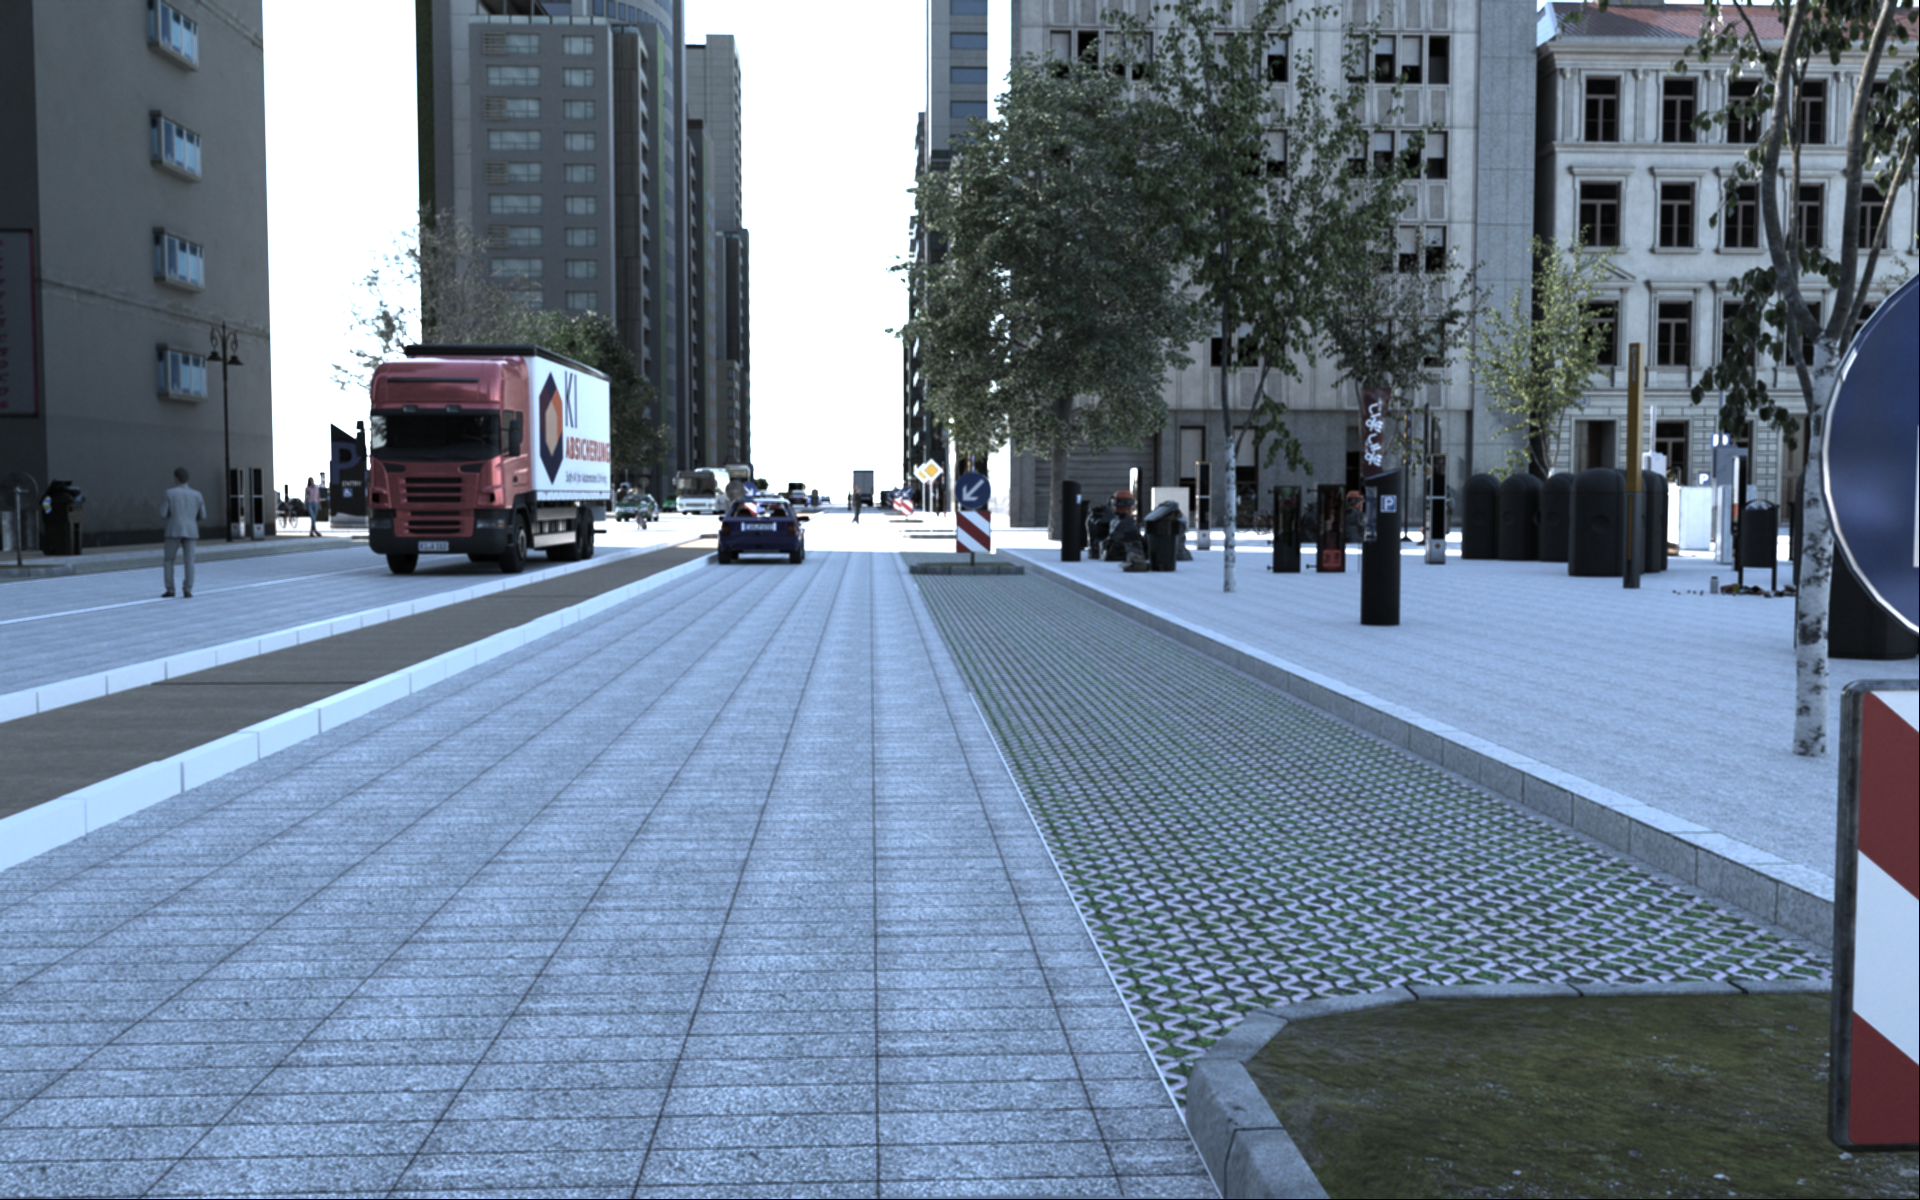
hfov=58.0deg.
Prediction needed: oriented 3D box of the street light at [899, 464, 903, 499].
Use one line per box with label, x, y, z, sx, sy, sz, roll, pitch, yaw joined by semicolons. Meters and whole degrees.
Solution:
street light;-7.097;-14.836;215.355;0.468;5.910;1.993;0;4;-3

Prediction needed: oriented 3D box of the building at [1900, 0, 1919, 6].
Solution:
building;52.589;-15.609;73.227;19.932;24.808;12.078;0;4;-3

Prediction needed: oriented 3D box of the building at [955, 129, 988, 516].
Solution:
building;6.271;-16.172;94.089;12.332;23.373;15.834;0;4;-3

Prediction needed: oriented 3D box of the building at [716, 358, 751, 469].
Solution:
building;-43.531;-23.964;236.858;27.650;21.520;28.899;0;4;-3

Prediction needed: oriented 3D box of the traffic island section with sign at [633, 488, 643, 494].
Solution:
traffic island section with sign;-21.015;-6.391;113.125;1.989;1.847;2.006;0;4;-3

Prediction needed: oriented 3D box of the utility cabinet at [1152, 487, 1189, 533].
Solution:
utility cabinet;6.854;-2.922;56.452;1.173;1.500;0.318;0;4;-7

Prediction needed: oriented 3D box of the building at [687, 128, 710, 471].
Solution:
building;-35.007;-30.862;188.183;14.154;41.232;14.086;0;4;-3

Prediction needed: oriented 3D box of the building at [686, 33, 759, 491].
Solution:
building;-42.727;-51.144;274.453;20.563;71.187;20.611;0;4;-3

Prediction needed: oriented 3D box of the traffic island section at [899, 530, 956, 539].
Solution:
traffic island section;-0.882;-2.077;56.239;2.009;0.180;2.903;0;4;-3

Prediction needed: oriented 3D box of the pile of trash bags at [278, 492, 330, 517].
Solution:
pile of trash bags;-36.603;-5.347;97.168;1.912;1.369;3.447;3;4;37

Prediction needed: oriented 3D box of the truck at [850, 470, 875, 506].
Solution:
truck;-11.519;-13.194;204.630;2.839;4.237;11.283;0;4;-5

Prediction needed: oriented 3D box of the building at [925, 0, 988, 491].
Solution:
building;7.134;-38.350;169.020;21.231;58.520;28.212;0;4;-3

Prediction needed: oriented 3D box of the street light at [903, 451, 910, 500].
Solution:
street light;-5.445;-12.829;182.534;0.468;5.910;1.993;0;4;-3

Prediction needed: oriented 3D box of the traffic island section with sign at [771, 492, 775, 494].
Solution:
traffic island section with sign;-29.273;-16.114;272.093;1.989;1.847;2.006;0;4;-3

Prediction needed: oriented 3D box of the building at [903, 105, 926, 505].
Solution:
building;6.034;-35.411;198.570;23.786;49.044;30.456;0;4;-3

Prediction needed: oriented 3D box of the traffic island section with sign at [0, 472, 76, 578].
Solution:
traffic island section with sign;-16.710;-1.325;30.289;1.989;1.847;2.006;0;4;-3

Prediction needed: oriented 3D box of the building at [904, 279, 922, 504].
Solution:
building;0.110;-28.154;232.024;14.160;30.474;14.107;0;4;-3

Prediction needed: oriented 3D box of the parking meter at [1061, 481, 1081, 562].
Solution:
parking meter;2.116;-1.504;33.004;0.372;1.533;0.369;0;3;0

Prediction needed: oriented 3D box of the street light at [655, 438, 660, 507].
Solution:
street light;-24.408;-10.214;139.791;0.468;5.910;1.993;0;4;-3

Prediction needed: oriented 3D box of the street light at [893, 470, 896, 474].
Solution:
street light;-9.767;-17.868;264.927;0.468;5.910;1.993;0;4;-3

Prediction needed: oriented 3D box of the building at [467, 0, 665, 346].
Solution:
building;-32.519;-28.255;145.560;14.154;41.232;14.086;0;4;-3

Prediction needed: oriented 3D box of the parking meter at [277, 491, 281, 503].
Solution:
parking meter;-53.770;-7.847;136.707;0.372;1.533;0.369;0;3;0

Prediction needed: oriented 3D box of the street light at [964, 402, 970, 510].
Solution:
street light;0.269;-6.098;72.483;0.468;5.910;1.993;0;4;-3

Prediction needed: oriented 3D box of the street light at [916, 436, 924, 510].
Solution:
street light;-3.098;-10.157;138.854;0.468;5.910;1.993;0;4;-3

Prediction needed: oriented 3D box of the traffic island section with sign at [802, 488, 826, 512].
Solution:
traffic island section with sign;-11.629;-7.978;138.578;2.006;1.907;1.989;0;4;-3

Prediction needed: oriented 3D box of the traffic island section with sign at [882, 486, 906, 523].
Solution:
traffic island section with sign;-2.774;-4.752;86.318;1.989;1.847;2.006;0;4;-3

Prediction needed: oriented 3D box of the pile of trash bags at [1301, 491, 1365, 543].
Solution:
pile of trash bags;10.229;-2.256;46.643;1.912;1.369;3.447;2;4;28

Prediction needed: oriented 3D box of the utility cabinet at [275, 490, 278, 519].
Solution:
utility cabinet;-35.457;-4.928;89.249;0.318;1.500;1.173;-2;4;-33

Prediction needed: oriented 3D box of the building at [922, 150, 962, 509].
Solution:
building;4.250;-23.048;148.543;14.160;30.474;14.107;0;4;-3

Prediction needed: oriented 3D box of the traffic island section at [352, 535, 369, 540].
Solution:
traffic island section;-18.000;-2.023;55.358;2.009;0.180;2.903;0;4;-3

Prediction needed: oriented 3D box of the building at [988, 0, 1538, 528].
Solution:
building;11.477;-15.471;70.973;19.932;24.808;12.078;0;4;-3

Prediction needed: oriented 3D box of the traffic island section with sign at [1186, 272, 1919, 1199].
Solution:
traffic island section with sign;1.526;0.314;3.491;1.989;1.847;2.006;0;4;-3

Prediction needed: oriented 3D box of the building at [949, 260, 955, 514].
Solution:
building;4.889;-15.689;111.265;10.420;20.320;16.860;0;4;-3

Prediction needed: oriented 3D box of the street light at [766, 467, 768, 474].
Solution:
street light;-32.158;-19.307;288.460;0.468;5.910;1.993;0;4;-3

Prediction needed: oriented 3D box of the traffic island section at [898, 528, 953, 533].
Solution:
traffic island section;-1.296;-2.565;64.213;2.009;0.180;2.903;0;4;-3

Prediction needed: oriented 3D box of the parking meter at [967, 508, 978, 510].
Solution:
parking meter;0.451;-3.553;63.802;0.399;1.863;0.255;3;4;37

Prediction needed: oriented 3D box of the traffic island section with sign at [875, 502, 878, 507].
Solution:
traffic island section with sign;-6.797;-9.486;163.722;1.989;1.847;2.006;0;4;-3

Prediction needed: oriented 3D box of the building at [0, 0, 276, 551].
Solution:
building;-31.362;-25.561;41.624;21.600;48.544;21.300;0;4;-3

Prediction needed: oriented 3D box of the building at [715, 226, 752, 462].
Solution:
building;-38.668;-35.146;258.238;14.154;41.232;14.086;0;4;-3

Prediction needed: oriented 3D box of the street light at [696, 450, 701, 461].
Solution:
street light;-26.052;-12.240;172.911;0.468;5.910;1.993;0;4;-3

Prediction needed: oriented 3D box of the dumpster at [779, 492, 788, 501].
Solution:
dumpster;-30.244;-17.595;295.894;1.865;1.857;1.264;0;4;-1

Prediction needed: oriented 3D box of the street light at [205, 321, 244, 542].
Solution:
street light;-19.696;-4.509;46.511;0.468;5.910;1.993;0;4;-3

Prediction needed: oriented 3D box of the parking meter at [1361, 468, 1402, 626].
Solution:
parking meter;4.136;-0.526;17.006;0.372;1.533;0.369;0;3;0

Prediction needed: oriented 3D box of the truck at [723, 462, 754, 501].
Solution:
truck;-19.773;-10.120;154.378;2.839;4.237;11.283;0;4;-4

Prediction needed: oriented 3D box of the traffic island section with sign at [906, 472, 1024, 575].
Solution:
traffic island section with sign;0.085;-1.391;31.376;1.989;1.847;2.006;0;4;-3

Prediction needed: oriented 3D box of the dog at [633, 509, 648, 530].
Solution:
dog;-12.823;-3.234;69.710;0.513;0.831;0.800;-2;4;-26

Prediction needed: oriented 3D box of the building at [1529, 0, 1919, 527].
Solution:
building;32.042;-14.371;71.129;21.152;22.565;11.583;0;4;-3

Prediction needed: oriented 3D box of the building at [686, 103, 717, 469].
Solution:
building;-36.150;-33.786;202.504;14.600;45.320;14.200;0;4;-3

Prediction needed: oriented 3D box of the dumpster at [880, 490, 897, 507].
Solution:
dumpster;-7.453;-10.610;181.691;1.865;1.857;1.264;0;4;-4

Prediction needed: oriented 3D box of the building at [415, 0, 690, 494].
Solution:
building;-38.135;-38.158;165.879;21.231;58.520;28.212;0;4;-3

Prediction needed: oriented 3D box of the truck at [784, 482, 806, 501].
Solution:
truck;-26.064;-17.167;276.602;3.469;3.379;9.791;0;4;-2

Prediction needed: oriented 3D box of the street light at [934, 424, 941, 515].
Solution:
street light;-1.396;-8.109;105.376;0.468;5.910;1.993;0;4;-3

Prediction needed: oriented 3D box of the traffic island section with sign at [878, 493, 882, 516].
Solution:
traffic island section with sign;-4.195;-6.427;113.711;1.989;1.847;2.006;0;4;-3

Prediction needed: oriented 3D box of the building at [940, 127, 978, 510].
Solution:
building;5.672;-21.017;129.528;13.634;28.700;20.117;0;4;-3

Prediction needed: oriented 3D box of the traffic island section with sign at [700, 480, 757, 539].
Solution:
traffic island section with sign;-7.347;-2.936;56.143;2.006;1.907;1.989;0;4;-3

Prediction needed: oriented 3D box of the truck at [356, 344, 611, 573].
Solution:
truck;-9.208;-2.802;34.726;2.839;4.237;11.283;0;4;-1

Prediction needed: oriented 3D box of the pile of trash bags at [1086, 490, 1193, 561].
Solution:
pile of trash bags;3.450;-1.518;34.575;1.912;1.369;3.447;0;4;-4

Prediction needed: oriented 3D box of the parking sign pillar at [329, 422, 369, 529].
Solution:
parking sign pillar;-22.826;-4.658;64.633;1.447;3.967;1.447;0;4;-7
